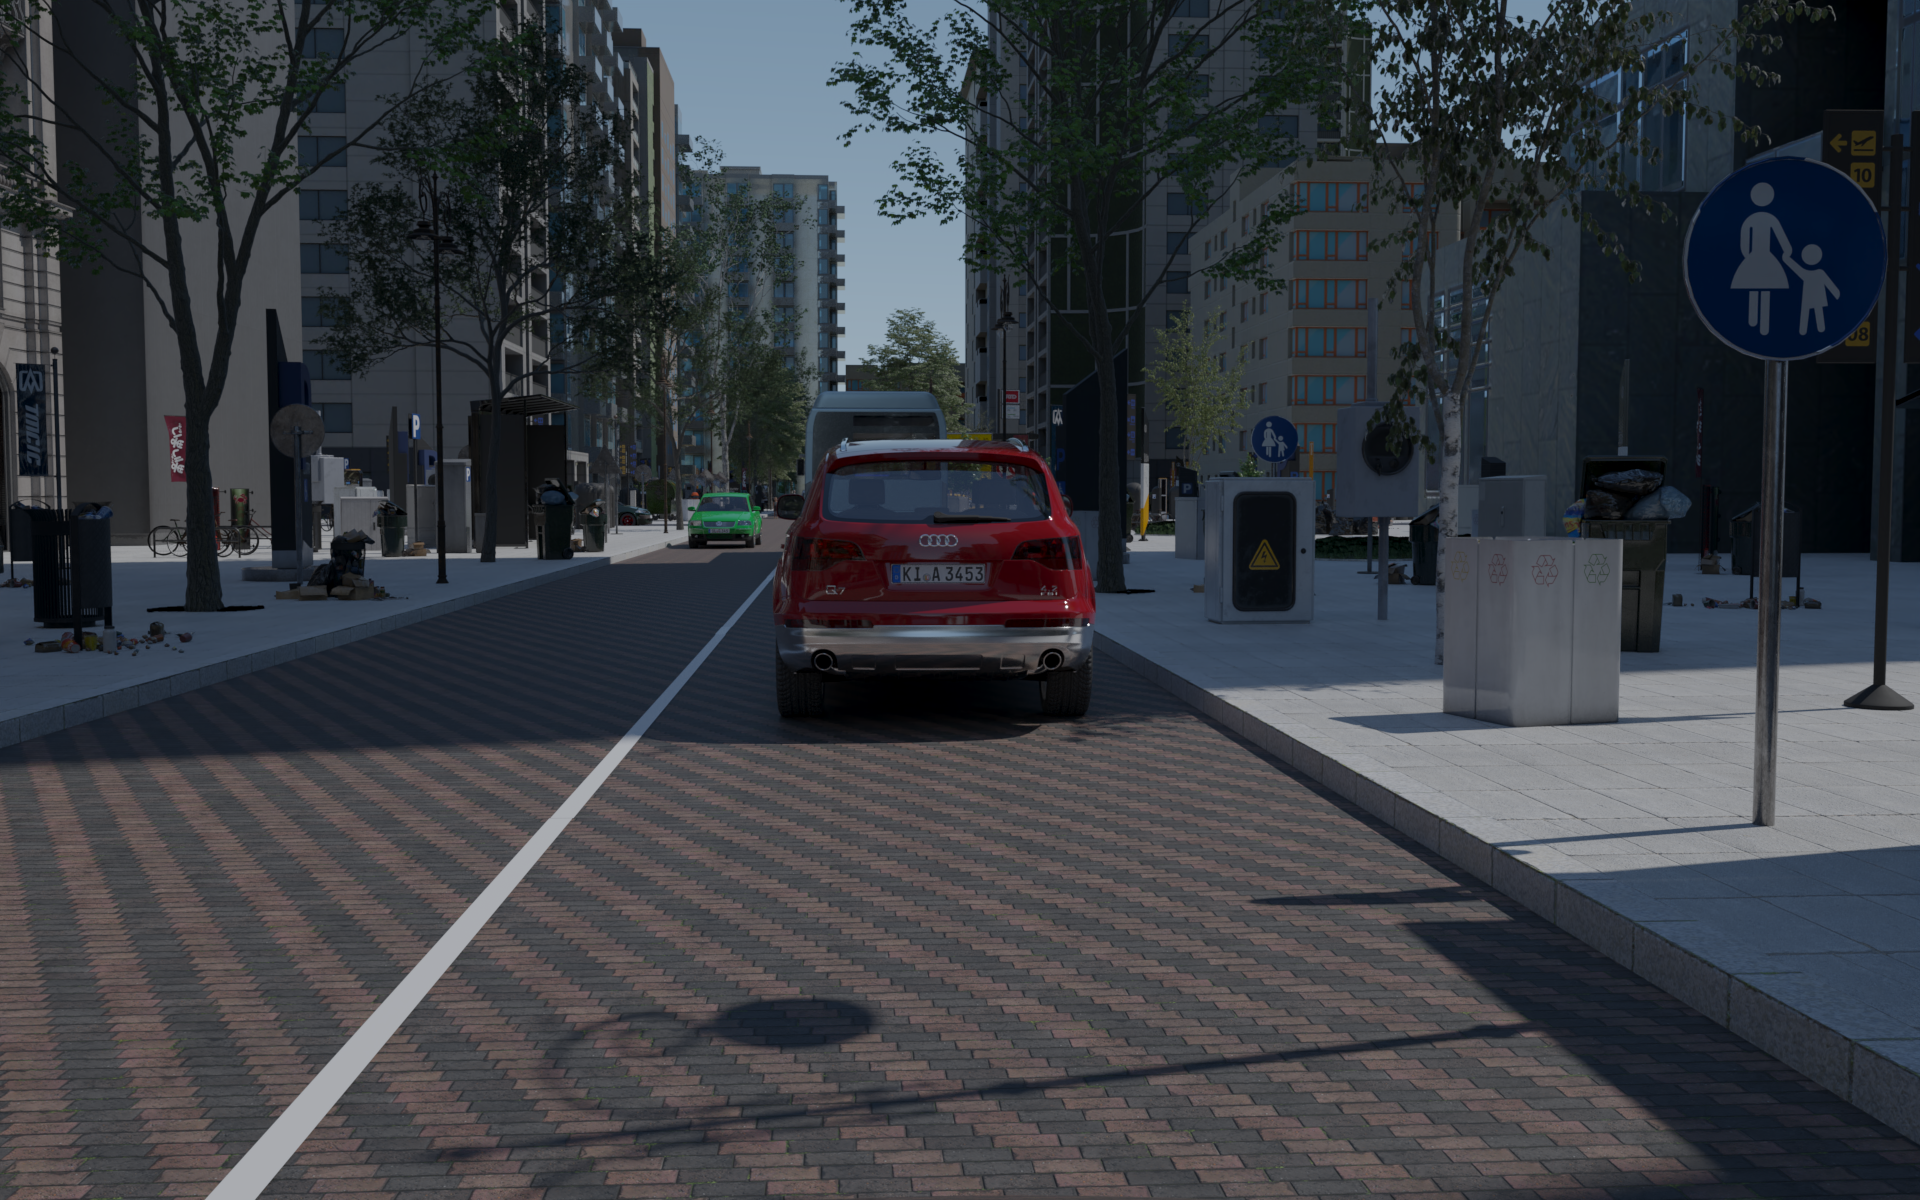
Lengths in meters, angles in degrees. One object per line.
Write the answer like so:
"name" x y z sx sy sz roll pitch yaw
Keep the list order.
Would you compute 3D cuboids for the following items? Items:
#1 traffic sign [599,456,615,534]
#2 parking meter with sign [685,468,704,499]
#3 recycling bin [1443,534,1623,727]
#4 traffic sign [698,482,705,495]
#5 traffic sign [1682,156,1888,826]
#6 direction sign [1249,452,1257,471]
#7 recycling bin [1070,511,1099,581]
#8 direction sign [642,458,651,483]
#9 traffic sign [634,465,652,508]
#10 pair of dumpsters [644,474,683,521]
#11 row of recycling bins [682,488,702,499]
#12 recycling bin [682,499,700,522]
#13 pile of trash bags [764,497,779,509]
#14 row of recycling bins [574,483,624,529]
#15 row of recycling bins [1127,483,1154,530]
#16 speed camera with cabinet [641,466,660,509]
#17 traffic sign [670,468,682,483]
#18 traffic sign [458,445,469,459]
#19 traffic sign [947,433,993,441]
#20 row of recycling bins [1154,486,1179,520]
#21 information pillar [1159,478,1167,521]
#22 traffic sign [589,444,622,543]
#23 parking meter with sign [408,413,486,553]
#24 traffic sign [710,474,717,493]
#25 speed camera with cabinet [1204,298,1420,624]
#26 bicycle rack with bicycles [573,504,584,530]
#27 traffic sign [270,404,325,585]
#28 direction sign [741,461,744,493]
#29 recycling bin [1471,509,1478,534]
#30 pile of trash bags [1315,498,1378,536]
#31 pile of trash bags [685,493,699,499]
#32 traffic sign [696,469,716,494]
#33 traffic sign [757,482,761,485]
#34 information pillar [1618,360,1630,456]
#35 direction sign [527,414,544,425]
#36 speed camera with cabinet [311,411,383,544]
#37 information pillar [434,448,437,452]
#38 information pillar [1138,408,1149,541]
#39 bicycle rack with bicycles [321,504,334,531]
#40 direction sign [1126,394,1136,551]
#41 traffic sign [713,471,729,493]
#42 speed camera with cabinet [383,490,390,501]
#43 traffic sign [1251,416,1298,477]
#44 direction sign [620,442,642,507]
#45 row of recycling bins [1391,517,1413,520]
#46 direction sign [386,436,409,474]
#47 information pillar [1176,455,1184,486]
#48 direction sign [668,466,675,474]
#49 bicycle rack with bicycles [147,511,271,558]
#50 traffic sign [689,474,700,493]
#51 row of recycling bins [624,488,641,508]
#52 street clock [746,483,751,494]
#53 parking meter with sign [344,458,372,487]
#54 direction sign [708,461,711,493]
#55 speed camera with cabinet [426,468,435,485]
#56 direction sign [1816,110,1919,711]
"traffic sign" -11.377 -3.419 56.004 0.768 2.556 0.104 0 4 -4
"parking meter with sign" -18.167 -7.377 116.869 1.738 3.016 0.543 1 4 10
"recycling bin" 3.270 0.161 9.926 0.722 1.027 0.722 -1 4 -19
"traffic sign" -15.830 -6.544 107.100 0.768 2.556 0.104 0 4 -1
"traffic sign" 3.121 -0.400 6.648 0.768 2.556 0.104 0 4 1
"direction sign" 15.737 -6.192 93.237 0.379 3.537 0.876 -2 4 -24
"recycling bin" 1.670 -0.808 25.771 0.722 1.027 0.722 -2 4 -29
"direction sign" -19.679 -7.166 109.166 0.379 3.537 0.876 -2 4 -35
"traffic sign" -13.692 -4.567 74.778 0.768 2.556 0.104 0 4 6
"pair of dumpsters" -14.311 -4.951 83.444 1.574 2.255 4.437 0 4 -4
"row of recycling bins" -18.965 -7.075 122.786 1.069 1.692 3.534 1 4 13
"recycling bin" -12.698 -4.202 81.257 0.722 1.027 0.722 -3 5 -42
"pile of trash bags" -17.085 -8.499 148.712 3.447 1.369 1.912 -1 4 -9
"row of recycling bins" -13.570 -3.512 64.531 1.069 1.692 3.534 0 4 2
"row of recycling bins" 5.130 -3.333 61.609 3.534 1.692 1.069 -3 4 -36
"speed camera with cabinet" -21.595 -7.720 120.563 2.038 3.252 0.660 -1 4 -19
"traffic sign" -14.334 -5.292 86.525 0.884 2.594 0.081 0 4 -3
"traffic sign" -12.388 -2.687 44.038 0.768 2.556 0.104 0 4 3
"traffic sign" -0.038 -3.888 57.443 2.265 3.308 0.079 0 4 5
"row of recycling bins" 10.558 -4.933 87.770 3.534 1.692 1.069 1 4 10
"information pillar" 9.419 -4.650 80.512 0.304 2.012 0.304 -1 4 -9
"traffic sign" -9.279 -2.772 45.334 0.884 2.594 0.081 0 4 1
"parking meter with sign" -11.018 -2.532 37.658 1.738 3.016 0.543 0 4 0
"traffic sign" -15.415 -6.642 108.694 0.768 2.556 0.104 0 4 3
"speed camera with cabinet" 3.516 -1.405 17.315 2.038 3.252 0.660 0 4 -8
"bicycle rack with bicycles" -14.291 -2.926 61.226 2.852 0.926 2.925 -1 4 -20
"traffic sign" -9.345 -1.489 24.449 0.768 2.556 0.104 0 4 -2
"direction sign" -14.835 -7.725 118.297 0.379 3.537 0.876 -1 4 -16
"recycling bin" 8.914 -0.976 28.504 0.722 1.027 0.722 -1 4 -21
"pile of trash bags" 12.267 -2.701 53.918 1.912 1.369 3.447 -1 4 -15
"pile of trash bags" -14.796 -5.386 97.817 1.912 1.369 3.447 -1 4 -17
"traffic sign" -9.971 -3.935 67.978 0.795 2.450 0.064 0 4 -4
"traffic sign" -16.280 -8.486 139.928 0.795 2.450 0.064 0 4 2
"information pillar" 11.662 -2.393 30.476 0.183 3.616 0.504 1 4 12
"direction sign" -12.060 -3.462 48.596 0.876 3.537 0.379 -3 5 -40
"speed camera with cabinet" -14.582 -2.848 40.903 2.038 3.252 0.660 3 5 39
"information pillar" -24.594 -5.514 81.508 0.504 3.616 0.183 2 4 26
"information pillar" 5.027 -3.412 47.144 0.183 3.616 0.504 1 4 23
"bicycle rack with bicycles" -22.392 -2.865 60.221 2.852 0.926 2.925 -3 5 -44
"direction sign" 3.685 -2.884 39.149 0.379 3.537 0.876 3 5 43
"traffic sign" -10.512 -4.422 75.945 0.795 2.450 0.064 0 4 -4
"speed camera with cabinet" -27.814 -5.453 83.500 2.038 3.252 0.660 0 4 -7
"traffic sign" 5.110 -1.720 28.227 0.768 2.556 0.104 0 4 1
"direction sign" -14.548 -5.129 75.864 0.876 3.537 0.379 -3 5 -43
"row of recycling bins" 21.119 -4.741 84.628 3.534 1.692 1.069 -3 5 -40
"direction sign" -21.734 -4.588 67.005 0.876 3.537 0.379 0 4 3
"information pillar" 13.257 -6.922 104.527 0.504 3.616 0.183 1 4 9
"direction sign" -23.892 -9.260 143.391 0.379 3.537 0.876 -3 5 -41
"bicycle rack with bicycles" -15.431 -1.371 35.801 2.925 0.926 2.852 0 4 5
"traffic sign" -17.022 -6.807 111.395 0.768 2.556 0.104 0 4 2
"row of recycling bins" -22.426 -6.749 117.456 1.069 1.692 3.534 -1 4 -22
"street clock" -14.318 -6.887 117.172 0.358 2.002 0.471 -3 4 -38
"parking meter with sign" -29.216 -5.421 84.901 1.738 3.016 0.543 -3 5 -44
"direction sign" -17.133 -7.743 118.592 0.379 3.537 0.876 0 4 8
"speed camera with cabinet" -34.426 -7.151 111.260 2.038 3.252 0.660 3 4 37
"direction sign" 5.536 -1.121 10.330 0.876 3.537 0.379 0 4 -2
